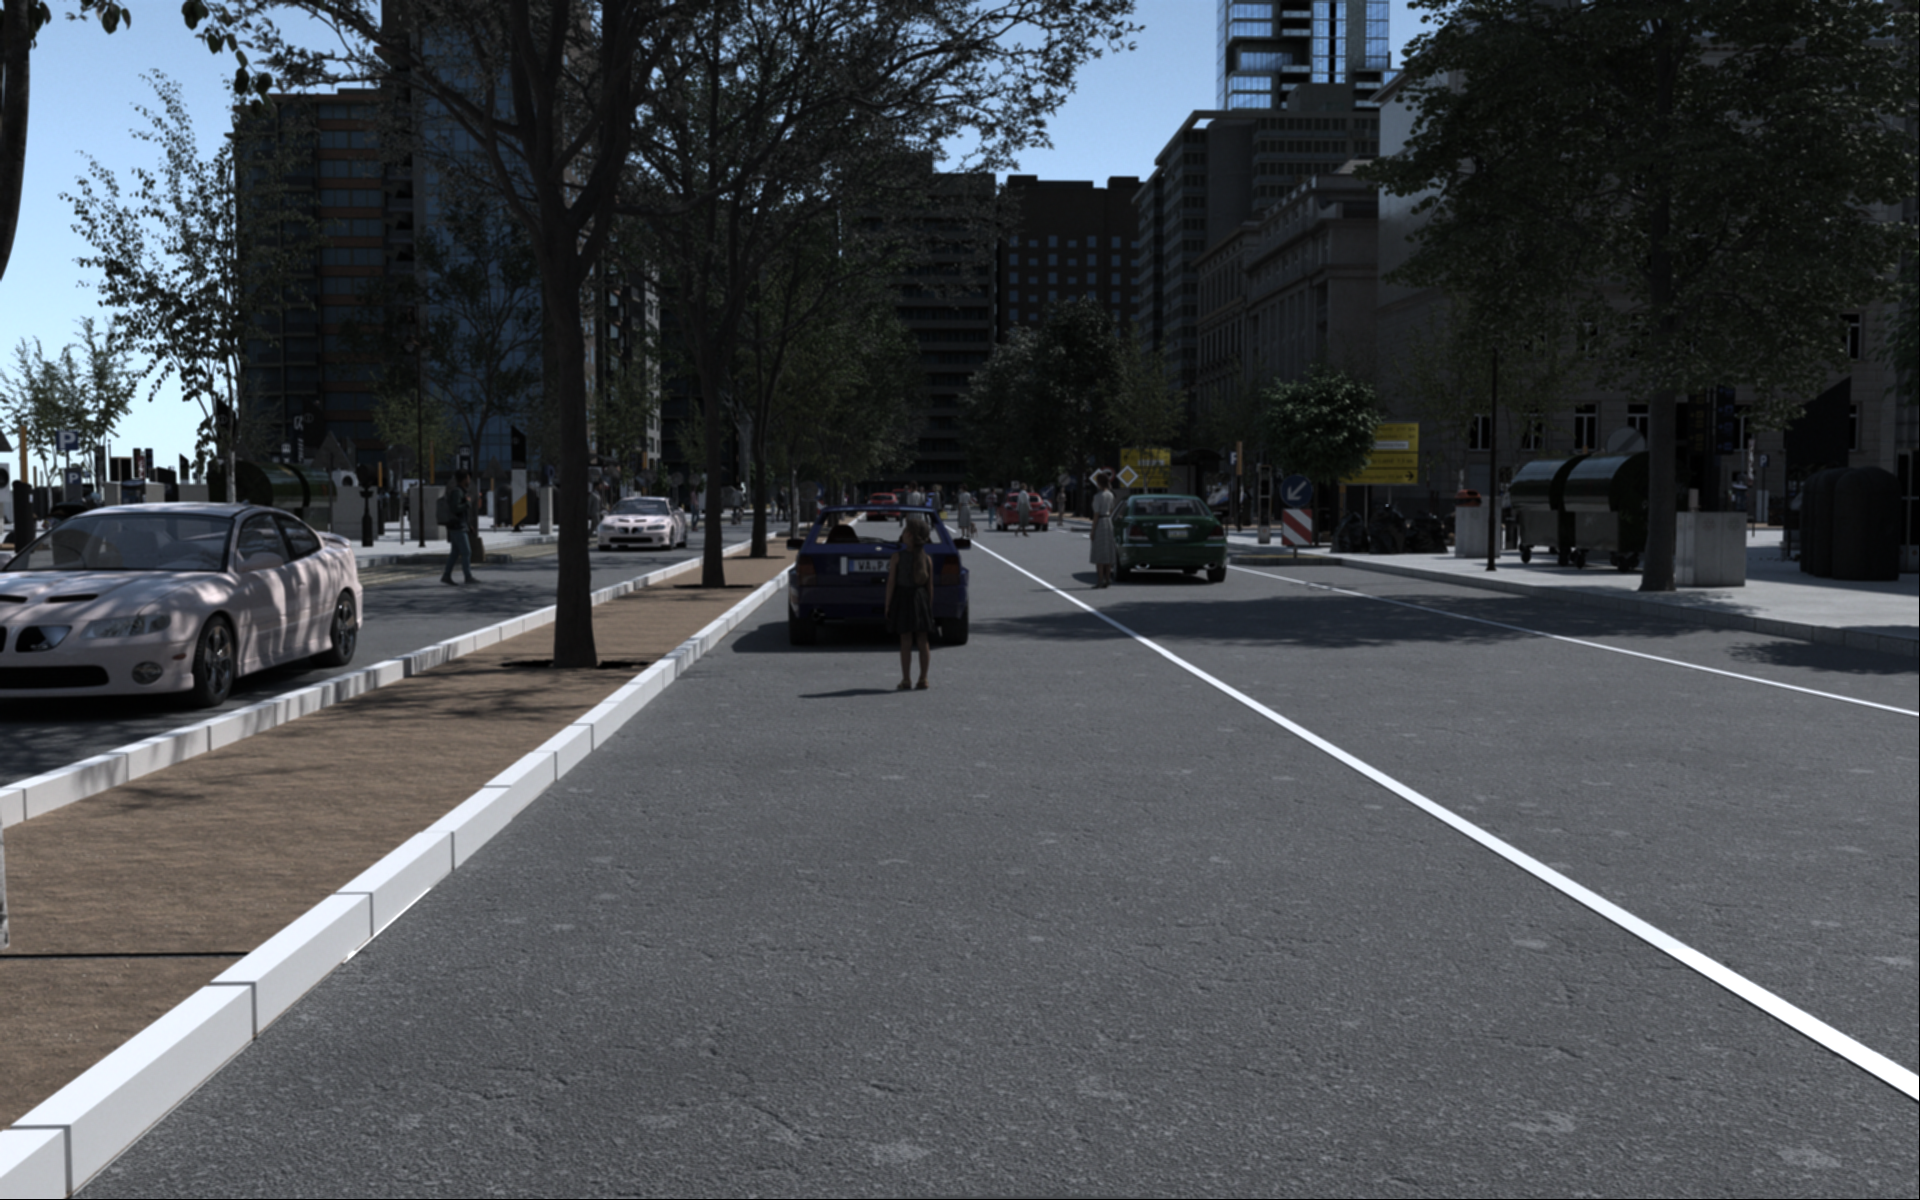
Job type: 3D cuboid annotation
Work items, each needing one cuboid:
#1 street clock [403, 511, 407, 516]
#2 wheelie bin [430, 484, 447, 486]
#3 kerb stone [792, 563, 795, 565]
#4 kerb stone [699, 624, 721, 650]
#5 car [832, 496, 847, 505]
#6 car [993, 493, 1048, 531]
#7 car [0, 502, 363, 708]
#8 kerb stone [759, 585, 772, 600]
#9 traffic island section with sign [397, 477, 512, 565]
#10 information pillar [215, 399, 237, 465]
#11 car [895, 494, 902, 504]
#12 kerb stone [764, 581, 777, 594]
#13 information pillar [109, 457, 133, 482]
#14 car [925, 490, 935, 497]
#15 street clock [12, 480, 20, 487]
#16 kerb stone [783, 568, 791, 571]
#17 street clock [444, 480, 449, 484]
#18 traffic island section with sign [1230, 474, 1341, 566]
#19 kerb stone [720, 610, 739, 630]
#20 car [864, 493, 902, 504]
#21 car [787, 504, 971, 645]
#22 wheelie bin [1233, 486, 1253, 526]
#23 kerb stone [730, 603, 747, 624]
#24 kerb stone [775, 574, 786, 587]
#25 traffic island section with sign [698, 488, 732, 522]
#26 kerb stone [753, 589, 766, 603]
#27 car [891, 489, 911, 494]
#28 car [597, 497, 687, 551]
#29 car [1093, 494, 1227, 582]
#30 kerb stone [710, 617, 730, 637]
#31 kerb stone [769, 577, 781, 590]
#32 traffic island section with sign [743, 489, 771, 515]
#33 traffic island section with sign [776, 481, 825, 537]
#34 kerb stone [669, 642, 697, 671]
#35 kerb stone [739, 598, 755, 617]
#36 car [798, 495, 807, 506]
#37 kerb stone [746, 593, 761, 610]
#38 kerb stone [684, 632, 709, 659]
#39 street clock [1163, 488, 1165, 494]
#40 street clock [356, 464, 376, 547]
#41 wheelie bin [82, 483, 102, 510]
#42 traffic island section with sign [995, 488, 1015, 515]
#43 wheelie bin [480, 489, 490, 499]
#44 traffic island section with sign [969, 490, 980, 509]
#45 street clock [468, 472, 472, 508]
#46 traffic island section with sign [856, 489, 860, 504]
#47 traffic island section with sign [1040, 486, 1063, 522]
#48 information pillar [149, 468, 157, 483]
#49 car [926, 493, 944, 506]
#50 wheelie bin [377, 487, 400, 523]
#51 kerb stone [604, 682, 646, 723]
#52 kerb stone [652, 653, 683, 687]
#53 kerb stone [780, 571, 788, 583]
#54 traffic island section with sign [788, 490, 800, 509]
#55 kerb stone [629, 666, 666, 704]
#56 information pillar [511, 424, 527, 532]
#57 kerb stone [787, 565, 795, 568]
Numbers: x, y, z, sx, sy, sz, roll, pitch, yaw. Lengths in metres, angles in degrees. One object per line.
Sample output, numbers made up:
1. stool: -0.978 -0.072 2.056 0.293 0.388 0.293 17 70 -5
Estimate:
1. street clock: -32.475 -5.911 101.209 0.358 2.002 0.471 -3 5 -41
2. wheelie bin: -16.230 -2.821 54.039 0.980 1.594 0.693 1 4 12
3. kerb stone: -2.977 -0.513 30.642 0.120 0.150 1.000 0 4 -2
4. kerb stone: -2.382 0.361 16.298 0.120 0.150 1.000 0 4 -2
5. car: -14.010 -11.658 202.966 2.083 1.381 4.827 0 4 -4
6. car: 2.406 -3.597 67.859 2.155 1.783 4.494 0 4 -3
7. car: -5.978 -0.044 13.080 2.083 1.381 4.827 0 4 -3
8. kerb stone: -2.676 -0.074 23.486 0.120 0.150 1.000 0 4 -2
9. traffic island section with sign: -10.408 -1.668 35.894 1.989 1.847 2.006 0 4 -2
10. information pillar: -17.500 -3.057 41.335 0.504 3.616 0.183 -3 5 -43
11. car: -4.029 -5.686 104.758 2.131 1.459 4.920 0 4 -4
12. kerb stone: -2.723 -0.140 24.507 0.120 0.150 1.000 0 4 -2
13. information pillar: -16.683 -1.835 34.487 0.304 2.012 0.304 2 4 28
14. car: -2.677 -9.830 169.386 2.281 1.827 5.304 0 4 -1
15. street clock: -48.386 -5.161 88.949 0.471 2.002 0.358 -3 5 -40
16. kerb stone: -2.887 -0.389 28.593 0.120 0.150 1.000 0 4 -2
17. street clock: -26.859 -5.264 90.644 0.358 2.002 0.471 -1 4 -19
18. traffic island section with sign: 6.605 -1.641 35.453 1.989 1.847 2.006 0 4 -2
19. kerb stone: -2.471 0.238 18.357 0.120 0.150 1.000 0 4 -2
20. car: -4.056 -5.090 92.265 2.155 1.783 4.494 0 4 -1
21. car: -0.835 -0.321 17.834 1.945 1.354 3.894 0 4 -3
22. wheelie bin: 11.258 -3.736 68.999 0.693 1.594 0.980 0 4 -6
23. kerb stone: -2.509 0.174 19.381 0.120 0.150 1.000 0 4 -2
24. kerb stone: -2.797 -0.265 26.549 0.120 0.150 1.000 0 4 -2
25. traffic island section with sign: -12.626 -5.012 90.571 1.989 1.847 2.006 0 4 -2
26. kerb stone: -2.641 -0.011 22.457 0.120 0.150 1.000 0 4 -2
27. car: -4.501 -7.650 133.758 2.281 1.827 5.304 0 4 0
28. car: -8.237 -2.009 45.208 2.083 1.381 4.827 0 4 -2
29. car: 3.397 -1.095 29.701 2.131 1.459 4.920 0 4 -1
30. kerb stone: -2.433 0.305 17.328 0.120 0.150 1.000 0 4 -2
31. kerb stone: -2.764 -0.204 25.528 0.120 0.150 1.000 0 4 -2
32. traffic island section with sign: -13.727 -6.673 117.724 1.989 1.847 2.006 0 4 -2
33. traffic island section with sign: -5.137 -3.065 58.243 2.006 1.907 1.989 0 4 -2
34. kerb stone: -2.305 0.488 14.255 0.120 0.150 1.000 0 4 -2
35. kerb stone: -2.551 0.109 20.407 0.120 0.150 1.000 0 4 -2
36. car: -16.413 -10.144 178.434 1.945 1.354 3.894 0 4 -3
37. kerb stone: -2.596 0.049 21.436 0.120 0.150 1.000 0 4 -2
38. kerb stone: -2.345 0.423 15.277 0.120 0.150 1.000 0 4 -2
39. street clock: 10.296 -5.024 86.719 0.358 2.002 0.471 1 4 16
40. street clock: -14.414 -2.294 42.081 0.471 2.002 0.358 2 4 34
41. wheelie bin: -25.876 -2.644 51.131 0.980 1.594 0.693 -2 4 -26
42. traffic island section with sign: 3.242 -6.691 118.018 1.989 1.847 2.006 0 4 -2
43. wheelie bin: -31.184 -6.472 113.728 0.980 1.594 0.693 0 4 2
44. traffic island section with sign: 1.208 -9.753 168.090 1.989 1.847 2.006 0 4 -2
45. street clock: -16.015 -3.171 56.414 0.358 2.002 0.471 2 4 35
46. traffic island section with sign: -8.484 -8.109 140.721 2.006 1.907 1.989 0 4 -2
47. traffic island section with sign: 4.348 -5.038 90.998 1.989 1.847 2.006 0 4 -2
48. information pillar: -22.798 -2.736 49.221 0.304 2.012 0.304 2 4 27
49. car: -2.294 -8.812 153.660 1.945 1.707 3.694 0 4 -3
50. wheelie bin: -25.892 -4.349 79.014 0.693 1.594 0.980 0 4 7
51. kerb stone: -2.175 0.673 11.192 0.120 0.150 1.000 0 4 -2
52. kerb stone: -2.259 0.549 13.234 0.120 0.150 1.000 0 4 -2
53. kerb stone: -2.835 -0.326 27.572 0.120 0.150 1.000 0 4 -2
54. traffic island section with sign: -15.756 -9.732 167.740 1.989 1.847 2.006 0 4 -2
55. kerb stone: -2.219 0.611 12.213 0.120 0.150 1.000 0 4 -2
56. information pillar: -14.761 -4.071 57.921 0.504 3.616 0.183 -1 4 -15
57. kerb stone: -2.933 -0.453 29.621 0.120 0.150 1.000 0 4 -2
